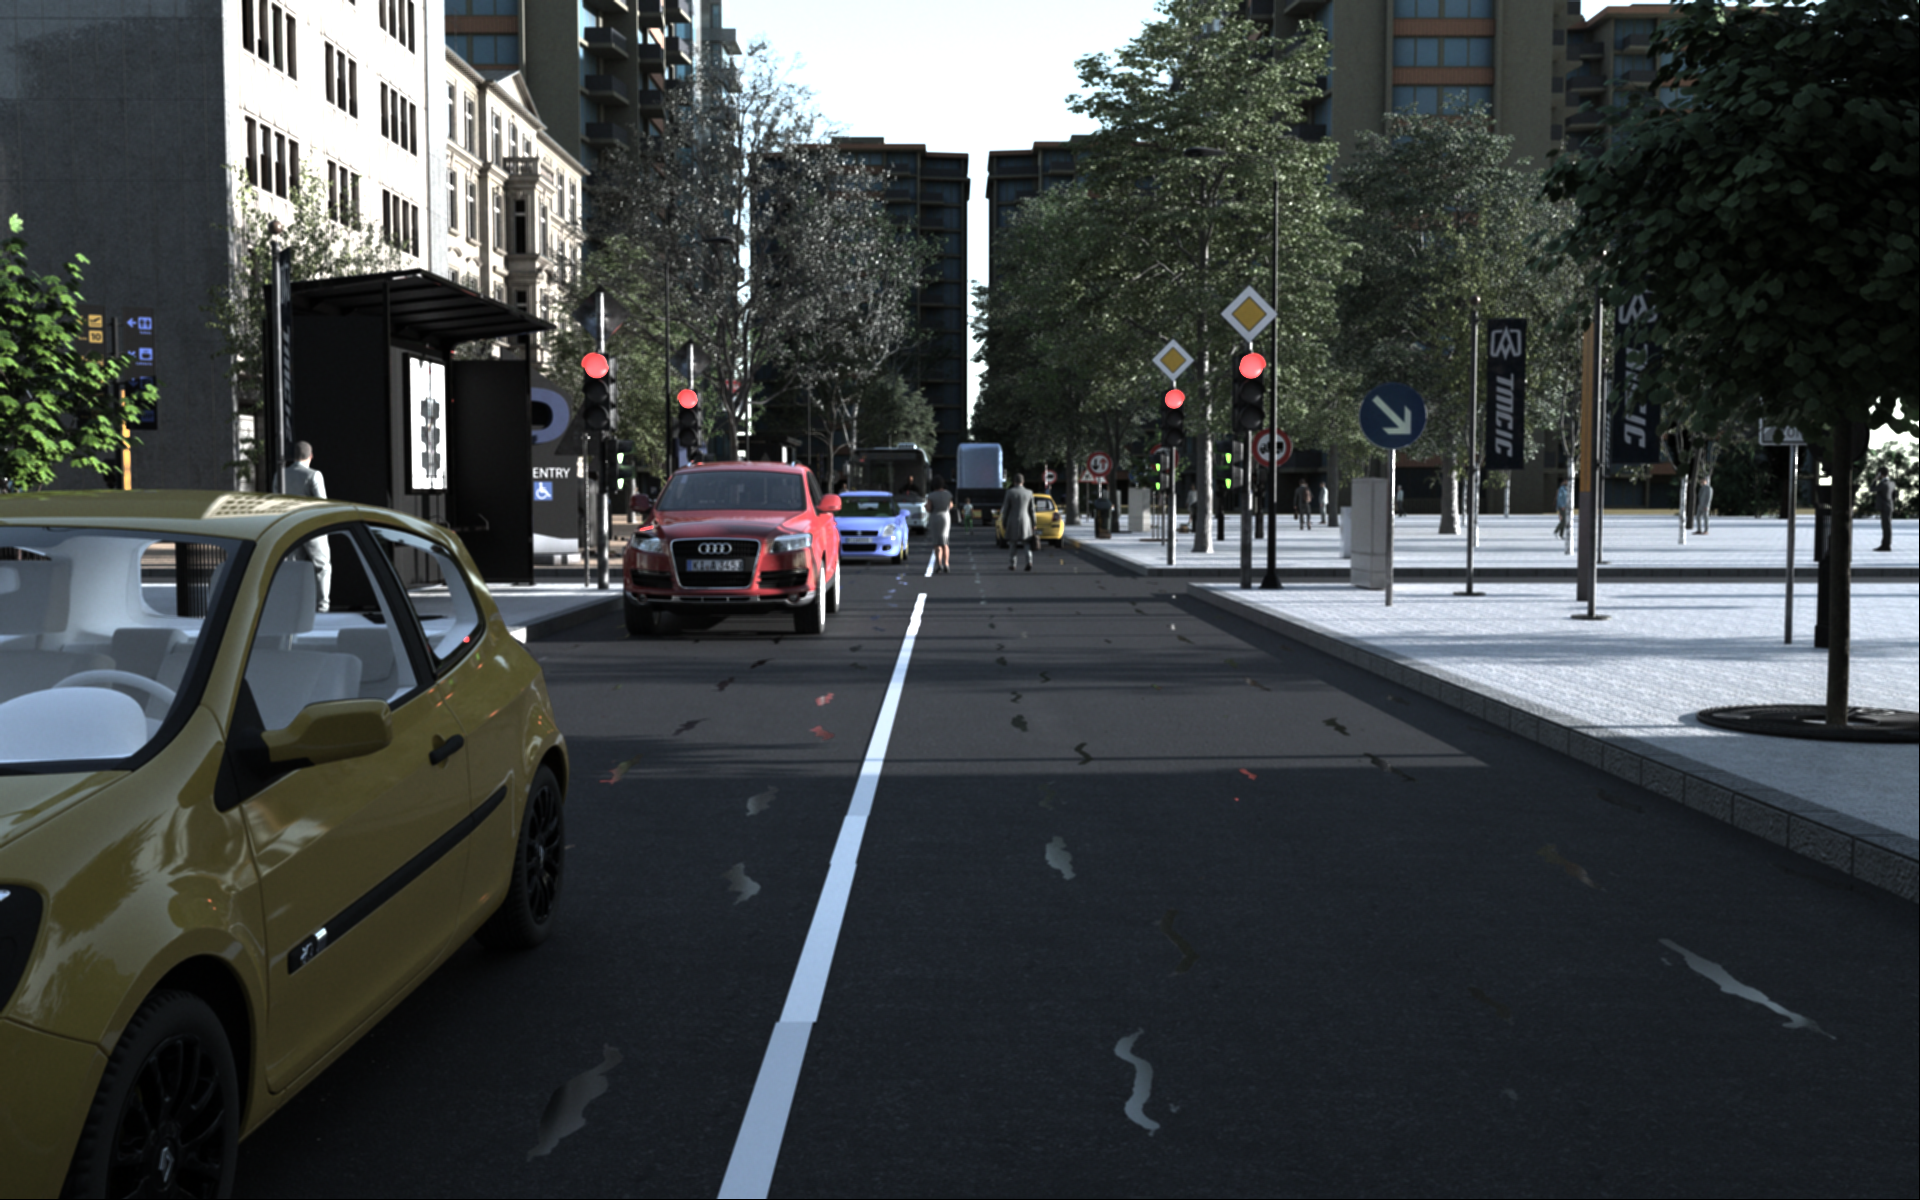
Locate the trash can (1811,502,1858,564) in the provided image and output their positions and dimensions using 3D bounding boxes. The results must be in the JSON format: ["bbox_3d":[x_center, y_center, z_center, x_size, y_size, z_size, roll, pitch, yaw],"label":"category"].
[{"bbox_3d":[15.767,-1.199,31.264,0.748,1.137,0.748,0,3,0],"label":"trash can"}]

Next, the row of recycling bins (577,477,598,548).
[{"bbox_3d":[-9.423,-2.196,43.016,1.069,1.692,3.534,0,4,-8],"label":"row of recycling bins"}]

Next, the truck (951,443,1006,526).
[{"bbox_3d":[1.103,-5.886,86.002,2.967,4.110,18.799,0,4,-1],"label":"truck"}]

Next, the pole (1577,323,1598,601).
[{"bbox_3d":[7.519,-1.642,20.694,0.158,3.312,0.155,0,3,0],"label":"pole"}]

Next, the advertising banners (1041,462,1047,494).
[{"bbox_3d":[4.270,-5.591,87.594,0.090,3.025,2.074,1,4,10],"label":"advertising banners"}]

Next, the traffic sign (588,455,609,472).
[{"bbox_3d":[-8.434,-2.515,41.122,0.884,2.594,0.081,0,4,0],"label":"traffic sign"}]

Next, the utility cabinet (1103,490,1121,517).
[{"bbox_3d":[8.434,-5.348,96.120,1.173,1.500,0.318,-3,5,-43],"label":"utility cabinet"}]

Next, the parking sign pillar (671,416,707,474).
[{"bbox_3d":[-9.306,-4.372,59.949,1.447,3.967,1.447,-2,4,-34],"label":"parking sign pillar"}]

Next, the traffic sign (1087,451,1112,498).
[{"bbox_3d":[4.154,-3.152,51.639,0.768,2.556,0.104,0,4,7],"label":"traffic sign"}]

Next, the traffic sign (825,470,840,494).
[{"bbox_3d":[-6.651,-5.517,90.308,0.768,2.556,0.104,0,4,1],"label":"traffic sign"}]

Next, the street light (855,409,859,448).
[{"bbox_3d":[-4.962,-7.283,91.612,1.470,5.913,1.316,0,4,0],"label":"street light"}]

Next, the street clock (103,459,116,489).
[{"bbox_3d":[-17.415,-1.896,35.575,0.358,2.002,0.471,-1,4,-15],"label":"street clock"}]

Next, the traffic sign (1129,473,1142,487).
[{"bbox_3d":[8.475,-5.084,83.226,0.768,2.556,0.104,0,3,0],"label":"traffic sign"}]

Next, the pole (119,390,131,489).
[{"bbox_3d":[-16.383,-2.454,33.966,0.158,3.312,0.155,0,3,0],"label":"pole"}]

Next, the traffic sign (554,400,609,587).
[{"bbox_3d":[-5.152,-1.459,23.852,0.884,2.594,0.081,0,4,4],"label":"traffic sign"}]

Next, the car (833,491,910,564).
[{"bbox_3d":[-1.998,-1.648,36.532,1.945,1.707,3.694,0,4,1],"label":"car"}]

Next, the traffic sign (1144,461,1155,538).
[{"bbox_3d":[5.635,-2.953,50.418,0.606,2.300,0.079,0,4,7],"label":"traffic sign"}]

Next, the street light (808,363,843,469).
[{"bbox_3d":[-4.829,-5.442,61.510,1.470,5.913,1.316,0,4,0],"label":"street light"}]

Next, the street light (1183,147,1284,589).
[{"bbox_3d":[3.686,-3.107,23.347,1.470,5.913,1.316,0,4,0],"label":"street light"}]

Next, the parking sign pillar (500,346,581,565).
[{"bbox_3d":[-7.730,-2.652,31.832,1.447,3.967,1.447,-2,4,-28],"label":"parking sign pillar"}]

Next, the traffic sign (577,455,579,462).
[{"bbox_3d":[-9.282,-2.467,40.442,0.768,2.556,0.104,0,4,7],"label":"traffic sign"}]

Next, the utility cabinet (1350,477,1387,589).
[{"bbox_3d":[5.623,-0.913,23.613,0.318,1.500,1.173,0,4,0],"label":"utility cabinet"}]

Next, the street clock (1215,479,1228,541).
[{"bbox_3d":[7.186,-2.637,47.687,0.358,2.002,0.471,1,4,10],"label":"street clock"}]

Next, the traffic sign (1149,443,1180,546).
[{"bbox_3d":[5.055,-2.622,42.970,0.768,2.556,0.104,1,4,10],"label":"traffic sign"}]

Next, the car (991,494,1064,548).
[{"bbox_3d":[1.859,-2.258,47.142,2.015,1.641,3.980,0,4,-1],"label":"car"}]

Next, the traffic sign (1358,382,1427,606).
[{"bbox_3d":[4.921,-1.204,19.790,0.768,2.556,0.104,0,4,4],"label":"traffic sign"}]

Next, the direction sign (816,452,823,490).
[{"bbox_3d":[-7.542,-6.192,93.235,0.379,3.537,0.876,-2,4,-26],"label":"direction sign"}]

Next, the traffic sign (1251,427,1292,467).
[{"bbox_3d":[5.942,-2.017,33.092,0.768,2.556,0.104,0,4,7],"label":"traffic sign"}]

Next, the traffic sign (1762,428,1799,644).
[{"bbox_3d":[7.109,-0.775,14.800,0.606,2.300,0.079,0,4,2],"label":"traffic sign"}]

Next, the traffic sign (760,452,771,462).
[{"bbox_3d":[-6.070,-3.303,54.005,0.884,2.594,0.081,0,4,6],"label":"traffic sign"}]

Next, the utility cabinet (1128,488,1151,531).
[{"bbox_3d":[6.129,-3.083,59.089,0.318,1.500,1.173,-1,4,-19],"label":"utility cabinet"}]

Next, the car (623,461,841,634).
[{"bbox_3d":[-2.440,-0.657,19.412,2.281,1.827,5.304,0,4,-1],"label":"car"}]

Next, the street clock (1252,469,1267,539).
[{"bbox_3d":[8.617,-2.768,49.819,0.358,2.002,0.471,-1,4,-19],"label":"street clock"}]

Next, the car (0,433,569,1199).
[{"bbox_3d":[-2.167,0.373,4.132,2.015,1.641,3.980,0,4,1],"label":"car"}]

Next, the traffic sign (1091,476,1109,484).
[{"bbox_3d":[7.186,-5.442,88.973,0.884,2.594,0.081,0,4,1],"label":"traffic sign"}]

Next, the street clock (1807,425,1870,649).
[{"bbox_3d":[7.279,-0.601,14.401,0.471,2.002,0.358,-1,4,-22],"label":"street clock"}]

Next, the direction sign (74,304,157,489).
[{"bbox_3d":[-10.170,-1.769,20.925,0.876,3.537,0.379,-2,4,-30],"label":"direction sign"}]

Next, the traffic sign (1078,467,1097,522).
[{"bbox_3d":[5.822,-4.838,79.105,0.884,2.594,0.081,0,4,1],"label":"traffic sign"}]

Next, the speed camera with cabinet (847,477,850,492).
[{"bbox_3d":[-5.240,-5.696,87.462,0.660,3.252,2.038,0,4,6],"label":"speed camera with cabinet"}]

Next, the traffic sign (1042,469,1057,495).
[{"bbox_3d":[4.598,-5.443,89.097,0.768,2.556,0.104,0,4,0],"label":"traffic sign"}]

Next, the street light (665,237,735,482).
[{"bbox_3d":[-4.754,-3.600,31.407,1.470,5.913,1.316,0,4,0],"label":"street light"}]

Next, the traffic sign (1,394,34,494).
[{"bbox_3d":[-8.711,-0.966,15.796,0.884,2.594,0.081,0,4,0],"label":"traffic sign"}]
